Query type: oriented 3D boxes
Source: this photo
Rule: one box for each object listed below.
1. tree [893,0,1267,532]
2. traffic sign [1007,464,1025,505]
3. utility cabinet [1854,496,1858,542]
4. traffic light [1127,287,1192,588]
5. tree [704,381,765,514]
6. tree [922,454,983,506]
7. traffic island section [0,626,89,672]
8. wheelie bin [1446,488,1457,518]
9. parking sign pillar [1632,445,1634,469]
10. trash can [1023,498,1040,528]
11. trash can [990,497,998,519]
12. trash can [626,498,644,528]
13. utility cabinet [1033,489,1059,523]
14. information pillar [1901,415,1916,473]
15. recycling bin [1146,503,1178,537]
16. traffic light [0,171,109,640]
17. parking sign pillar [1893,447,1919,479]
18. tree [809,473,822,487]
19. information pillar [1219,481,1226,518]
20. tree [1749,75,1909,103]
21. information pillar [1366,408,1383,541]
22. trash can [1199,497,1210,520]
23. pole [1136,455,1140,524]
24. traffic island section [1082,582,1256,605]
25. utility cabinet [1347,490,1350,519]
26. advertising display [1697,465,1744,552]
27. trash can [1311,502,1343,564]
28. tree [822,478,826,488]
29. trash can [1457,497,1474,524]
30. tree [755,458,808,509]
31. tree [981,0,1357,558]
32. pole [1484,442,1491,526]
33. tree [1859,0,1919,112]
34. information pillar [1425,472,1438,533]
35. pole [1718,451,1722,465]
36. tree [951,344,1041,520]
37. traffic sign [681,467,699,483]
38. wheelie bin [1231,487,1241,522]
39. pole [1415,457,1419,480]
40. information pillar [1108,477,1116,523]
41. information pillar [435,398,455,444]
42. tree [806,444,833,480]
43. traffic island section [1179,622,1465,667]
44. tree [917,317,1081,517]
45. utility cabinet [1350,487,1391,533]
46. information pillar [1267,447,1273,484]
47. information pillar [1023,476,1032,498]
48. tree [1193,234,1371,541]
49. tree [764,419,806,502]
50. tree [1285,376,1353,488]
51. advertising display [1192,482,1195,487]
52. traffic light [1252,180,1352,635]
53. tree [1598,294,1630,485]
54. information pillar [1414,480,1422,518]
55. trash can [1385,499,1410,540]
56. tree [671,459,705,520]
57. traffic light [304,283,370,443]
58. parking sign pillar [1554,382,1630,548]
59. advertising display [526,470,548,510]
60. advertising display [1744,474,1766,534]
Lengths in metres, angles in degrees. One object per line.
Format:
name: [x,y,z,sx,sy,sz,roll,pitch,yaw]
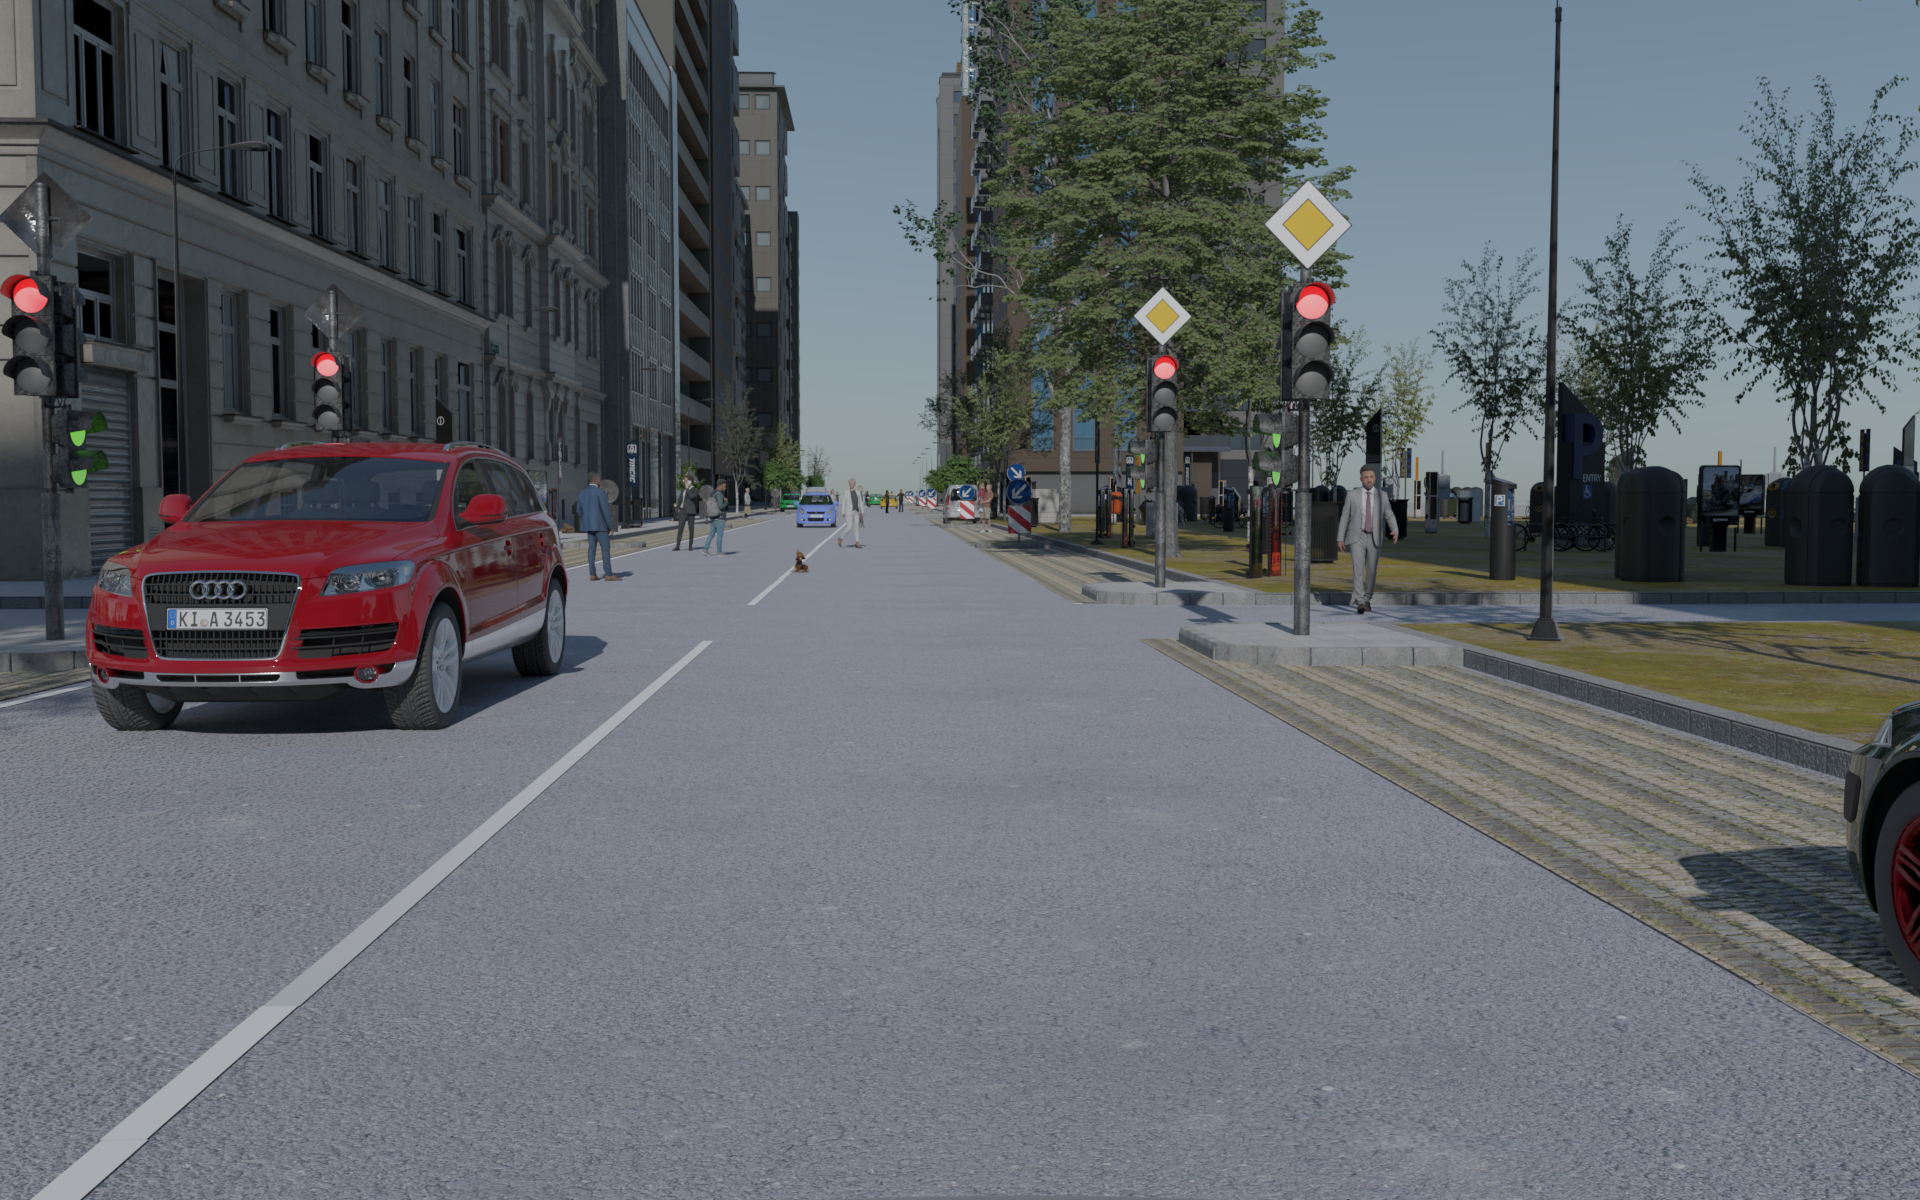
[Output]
tree: [4.105,-12.450,59.443,12.611,20.169,13.585,0,3,0]
traffic sign: [2.355,-4.429,72.512,0.768,2.556,0.104,0,4,1]
utility cabinet: [24.299,-2.124,45.895,1.020,1.237,0.306,2,4,35]
traffic light: [2.726,-2.124,23.643,0.839,4.253,0.868,0,4,-3]
tree: [-14.447,-9.883,111.947,4.360,8.622,3.978,0,3,0]
tree: [0.039,-8.784,127.325,4.285,4.588,4.351,0,3,0]
traffic island section: [-7.996,0.428,15.277,2.009,0.180,2.903,0,4,-3]
wheelie bin: [26.683,-5.265,93.994,0.693,1.594,0.980,0,4,4]
parking sign pillar: [36.309,-6.524,95.141,1.447,3.967,1.447,1,4,22]
trash can: [2.712,-3.360,66.586,0.748,1.137,0.748,0,3,0]
trash can: [1.638,-4.758,89.441,0.748,1.137,0.748,0,3,0]
trash can: [-12.341,-3.302,65.641,0.748,1.137,0.748,0,3,0]
utility cabinet: [3.786,-4.153,76.574,1.173,1.500,0.318,-2,4,-26]
information pillar: [28.060,-3.666,51.288,0.504,3.616,0.183,-2,4,-27]
recycling bin: [5.994,-2.376,51.398,0.722,1.027,0.722,3,4,36]
traffic light: [-7.955,-1.604,15.144,0.839,4.253,0.868,0,4,-3]
parking sign pillar: [53.634,-6.713,98.223,1.447,3.967,1.447,0,4,4]
tree: [-17.984,-12.377,186.076,4.285,4.588,4.351,0,3,0]
information pillar: [14.309,-5.504,94.478,0.304,2.012,0.304,2,4,34]
tree: [14.645,-4.856,29.763,4.360,8.622,3.978,0,3,0]
information pillar: [11.263,-3.410,47.112,0.183,3.616,0.504,-3,5,-42]
trash can: [12.203,-4.540,85.884,0.748,1.137,0.748,0,3,0]
pole: [7.619,-4.904,74.028,0.158,3.312,0.155,0,3,0]
traffic island section: [2.767,-0.090,23.759,2.009,0.180,2.903,0,4,-3]
utility cabinet: [19.481,-4.878,88.426,1.173,1.500,0.318,-2,4,-35]
advertising display: [16.846,-2.033,38.446,0.974,1.923,0.123,-1,4,-12]
trash can: [6.677,-1.243,31.984,0.748,1.137,0.748,0,3,0]
tree: [-20.815,-16.182,248.295,4.285,4.588,4.351,0,3,0]
trash can: [21.890,-3.877,75.035,0.748,1.137,0.748,0,3,0]
tree: [-16.675,-10.438,154.380,4.285,4.588,4.351,0,3,0]
tree: [4.100,-7.108,34.350,7.486,12.596,7.792,0,3,0]
pole: [20.865,-4.565,68.480,0.158,3.312,0.155,0,3,0]
tree: [6.539,-3.636,9.810,4.737,8.622,4.395,0,3,0]
information pillar: [15.445,-3.196,56.744,0.304,2.012,0.304,-1,4,-11]
pole: [35.890,-5.384,81.866,0.158,3.312,0.155,0,3,0]
tree: [1.962,-8.176,84.048,4.737,8.622,4.395,0,3,0]
traffic sign: [-12.950,-5.083,83.105,0.884,2.594,0.081,0,4,-1]
wheelie bin: [12.590,-4.407,79.967,0.693,1.594,0.980,1,4,18]
pole: [25.112,-6.199,95.203,0.158,3.312,0.155,0,3,0]
information pillar: [6.686,-4.377,76.057,0.304,2.012,0.304,0,4,-7]
information pillar: [-12.516,-3.105,42.125,0.504,3.616,0.183,1,4,20]
tree: [-21.270,-18.784,257.476,4.360,8.622,3.978,0,3,0]
traffic island section: [3.134,0.397,15.783,2.009,0.180,2.903,0,4,-3]
tree: [1.914,-9.640,92.032,8.767,10.594,7.601,-1,4,-13]
utility cabinet: [13.473,-2.937,56.694,1.173,1.500,0.318,0,4,4]
information pillar: [15.320,-5.738,85.164,0.504,3.616,0.183,3,5,42]
information pillar: [2.788,-4.124,71.912,0.304,2.012,0.304,-1,4,-19]
tree: [8.142,-5.905,46.905,4.737,8.622,4.395,0,3,0]
tree: [-17.364,-13.359,168.786,4.737,8.622,4.395,0,3,0]
tree: [19.862,-8.877,95.505,4.360,8.622,3.978,0,3,0]
advertising display: [12.692,-5.452,94.349,0.123,1.923,0.974,0,4,5]
traffic light: [3.094,-1.636,15.667,0.839,4.253,0.868,0,4,-3]
tree: [23.839,-6.809,61.692,4.360,8.622,3.978,0,3,0]
information pillar: [24.167,-5.319,91.465,0.304,2.012,0.304,0,4,-8]
trash can: [12.349,-2.286,49.025,0.748,1.137,0.748,0,3,0]
tree: [-13.478,-5.658,87.110,1.663,3.219,1.824,0,3,0]
traffic light: [-8.322,-2.092,23.121,0.839,4.253,0.868,0,4,-3]
parking sign pillar: [15.046,-3.272,41.968,1.447,3.967,1.447,-2,4,-33]
advertising display: [-11.375,-2.526,46.513,0.123,1.923,0.974,1,4,18]
advertising display: [25.604,-3.113,56.109,0.123,1.923,0.974,-2,4,-30]
